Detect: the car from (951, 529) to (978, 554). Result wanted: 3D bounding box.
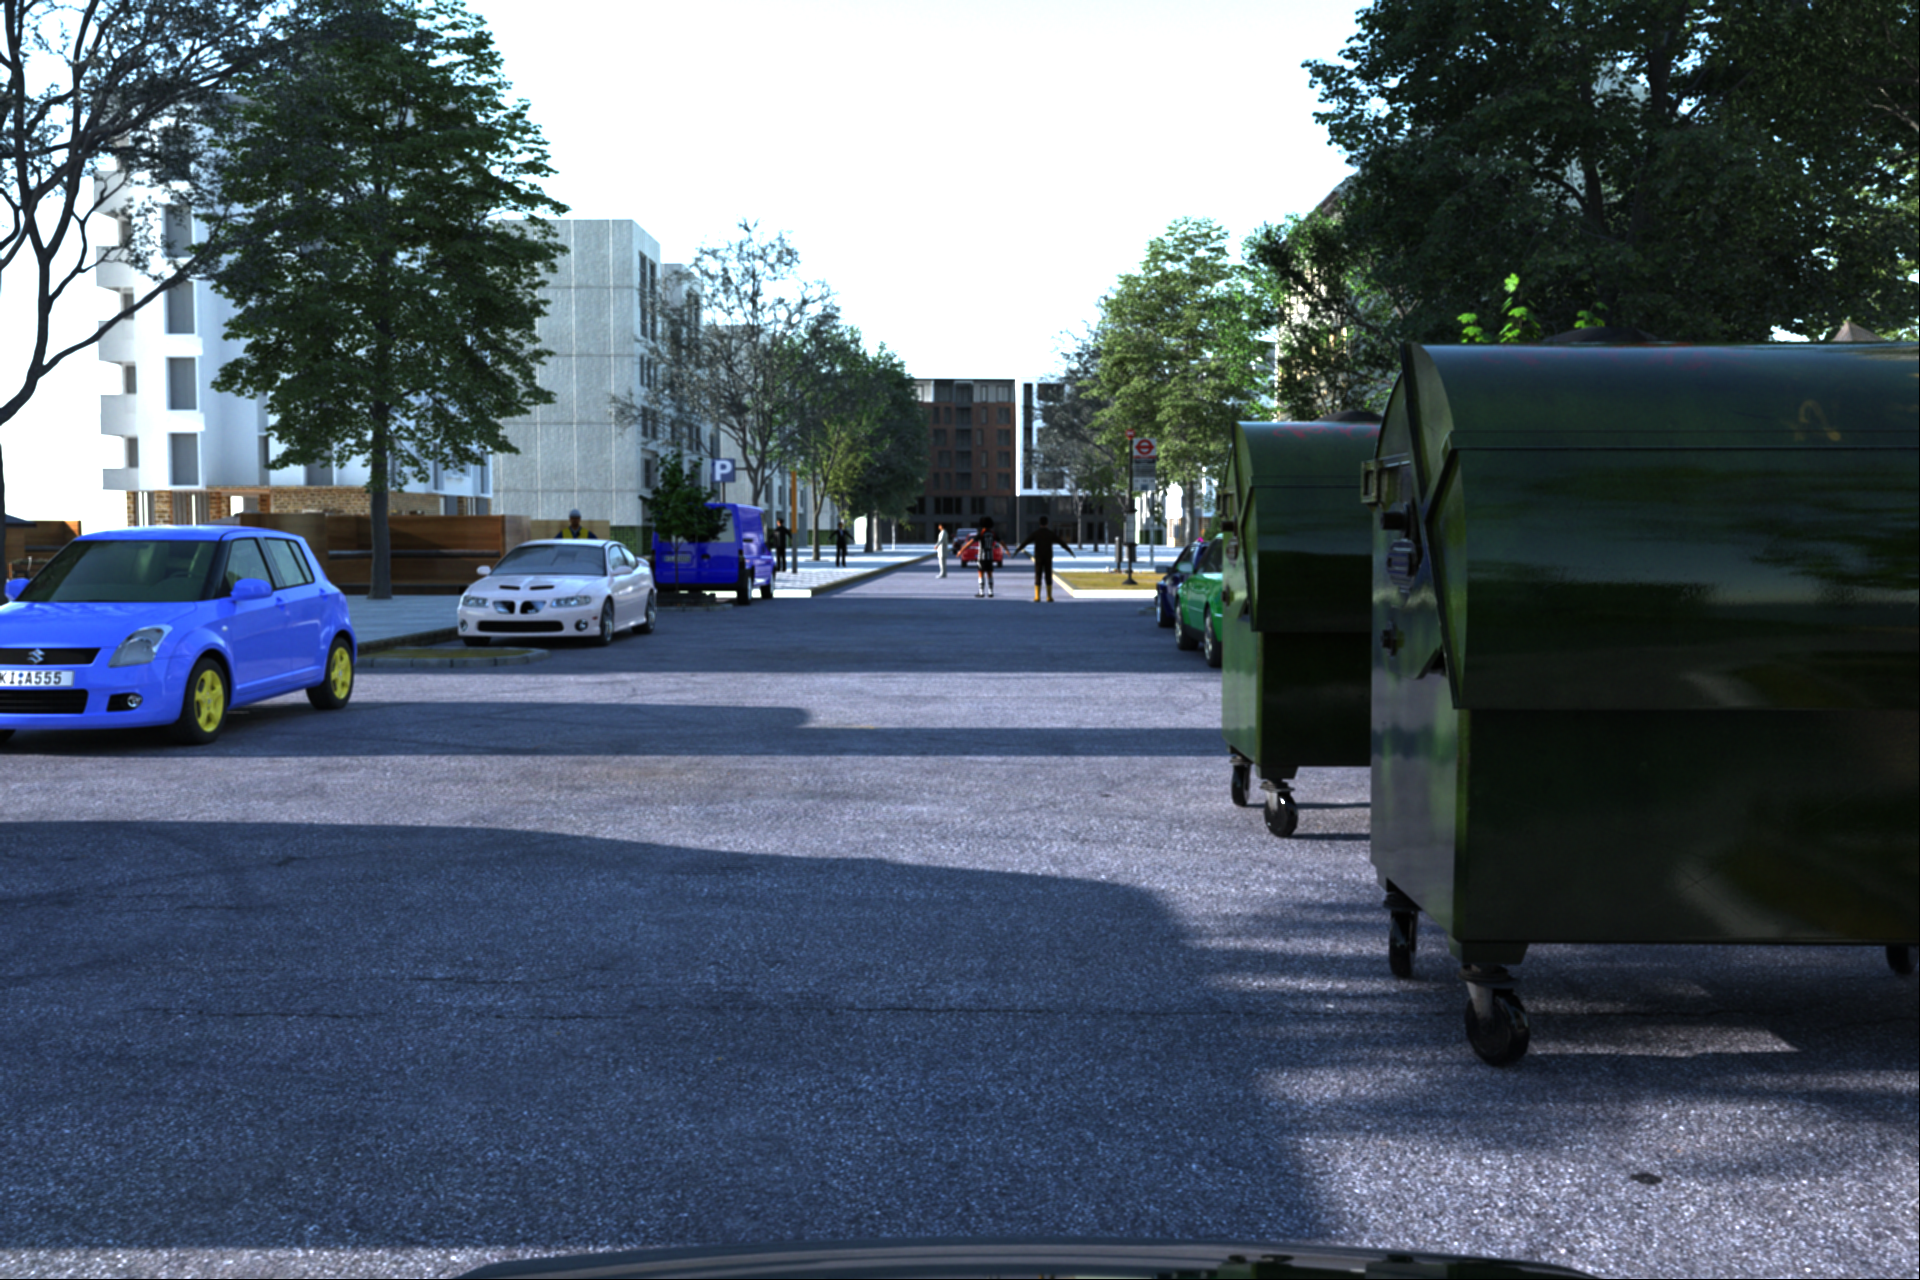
[{"bbox_3d":[0.510,-7.051,123.960,2.281,1.827,5.304,0,4,1],"label":"car"}]

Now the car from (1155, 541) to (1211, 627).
[{"bbox_3d":[3.896,-0.786,25.439,1.945,1.354,3.894,0,4,0],"label":"car"}]

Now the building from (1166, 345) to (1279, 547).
[{"bbox_3d":[26.946,-19.906,181.889,16.016,20.090,11.380,0,4,2],"label":"building"}]

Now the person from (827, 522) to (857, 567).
[{"bbox_3d":[-4.626,-3.722,67.581,1.216,1.740,0.721,-1,4,-22],"label":"person"}]

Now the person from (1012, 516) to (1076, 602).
[{"bbox_3d":[1.771,-1.718,36.680,1.346,1.812,0.704,0,4,4],"label":"person"}]

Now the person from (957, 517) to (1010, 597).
[{"bbox_3d":[0.573,-1.877,39.283,1.345,1.843,0.704,-2,4,-26],"label":"person"}]

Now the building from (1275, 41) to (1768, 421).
[{"bbox_3d":[26.232,-15.518,84.650,19.493,23.208,18.063,0,4,1],"label":"building"}]

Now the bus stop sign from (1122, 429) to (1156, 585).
[{"bbox_3d":[4.536,-3.377,43.923,0.855,3.939,0.416,0,4,1],"label":"bus stop sign"}]

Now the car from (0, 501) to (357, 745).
[{"bbox_3d":[-5.918,-0.203,12.908,1.945,1.707,3.694,0,4,1],"label":"car"}]

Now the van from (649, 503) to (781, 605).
[{"bbox_3d":[-5.113,-1.970,36.586,2.240,2.365,5.245,0,4,2],"label":"van"}]

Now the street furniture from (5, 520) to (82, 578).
[{"bbox_3d":[-30.568,-2.803,52.679,9.812,1.723,11.010,3,5,42],"label":"street furniture"}]

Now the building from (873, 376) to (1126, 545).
[{"bbox_3d":[4.422,-23.846,236.313,32.646,21.610,27.936,0,4,-4],"label":"building"}]

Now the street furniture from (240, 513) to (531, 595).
[{"bbox_3d":[-13.768,-2.078,40.830,11.010,1.723,9.812,0,4,4],"label":"street furniture"}]

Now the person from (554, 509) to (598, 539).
[{"bbox_3d":[-6.211,-1.197,27.989,1.349,1.833,0.705,-1,4,-12],"label":"person"}]

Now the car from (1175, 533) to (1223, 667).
[{"bbox_3d":[3.556,-0.684,19.984,1.959,1.807,4.718,0,4,0],"label":"car"}]

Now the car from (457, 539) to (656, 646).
[{"bbox_3d":[-5.381,-0.688,23.610,2.083,1.381,4.827,0,4,1],"label":"car"}]

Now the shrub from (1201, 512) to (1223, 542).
[{"bbox_3d":[6.999,-2.504,44.981,1.661,2.075,1.752,0,3,0],"label":"shrub"}]

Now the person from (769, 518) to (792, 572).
[{"bbox_3d":[-6.134,-3.251,59.095,1.347,1.837,0.705,-3,5,-44],"label":"person"}]

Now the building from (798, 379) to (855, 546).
[{"bbox_3d":[-22.292,-20.738,205.515,16.747,18.905,31.486,0,4,2],"label":"building"}]

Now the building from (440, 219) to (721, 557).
[{"bbox_3d":[-26.432,-15.096,113.270,16.747,18.905,31.486,0,4,1],"label":"building"}]

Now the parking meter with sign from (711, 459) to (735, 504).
[{"bbox_3d":[-5.413,-2.728,40.864,0.543,3.016,1.738,0,4,3],"label":"parking meter with sign"}]

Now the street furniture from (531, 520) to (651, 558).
[{"bbox_3d":[-12.963,-2.998,55.869,11.010,1.723,9.812,-3,5,-39],"label":"street furniture"}]

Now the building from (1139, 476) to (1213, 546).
[{"bbox_3d":[31.226,-20.878,207.805,16.747,18.905,31.486,0,4,1],"label":"building"}]

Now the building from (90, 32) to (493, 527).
[{"bbox_3d":[-26.826,-12.871,66.868,16.016,20.090,11.380,0,4,1],"label":"building"}]

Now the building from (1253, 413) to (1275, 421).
[{"bbox_3d":[25.587,-10.636,116.047,9.099,9.664,28.070,0,4,2],"label":"building"}]

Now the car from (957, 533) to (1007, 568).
[{"bbox_3d":[0.954,-4.041,75.115,2.155,1.783,4.494,0,4,1],"label":"car"}]

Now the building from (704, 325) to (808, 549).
[{"bbox_3d":[-24.615,-18.097,162.343,16.747,18.905,31.486,0,4,2],"label":"building"}]

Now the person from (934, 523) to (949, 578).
[{"bbox_3d":[-0.588,-2.954,56.935,0.705,1.806,1.347,1,4,12],"label":"person"}]

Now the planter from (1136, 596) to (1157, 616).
[{"bbox_3d":[4.201,-0.617,31.227,1.991,0.319,1.994,0,4,2],"label":"planter"}]

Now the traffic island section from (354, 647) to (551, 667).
[{"bbox_3d":[-5.751,0.198,19.623,1.991,0.108,1.994,0,4,2],"label":"traffic island section"}]
